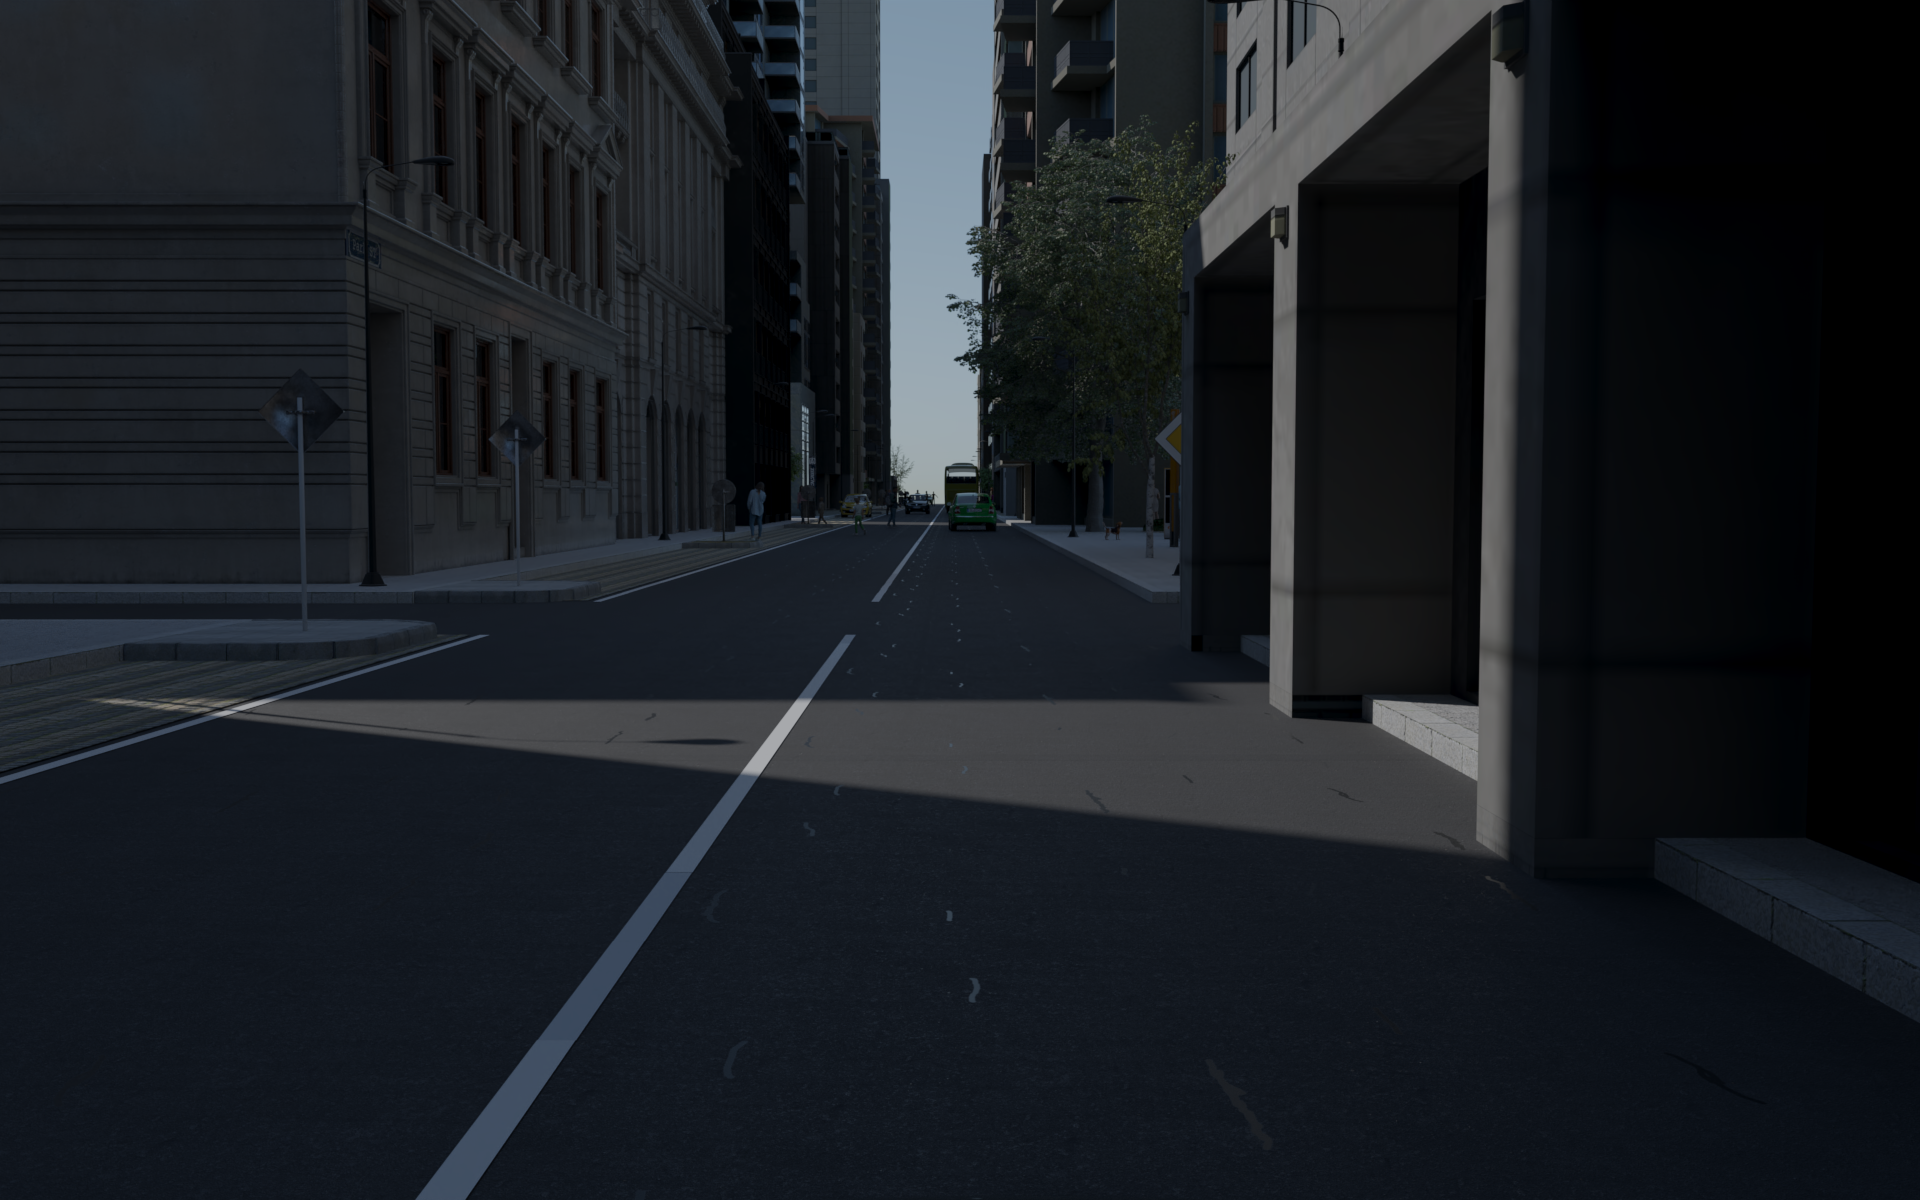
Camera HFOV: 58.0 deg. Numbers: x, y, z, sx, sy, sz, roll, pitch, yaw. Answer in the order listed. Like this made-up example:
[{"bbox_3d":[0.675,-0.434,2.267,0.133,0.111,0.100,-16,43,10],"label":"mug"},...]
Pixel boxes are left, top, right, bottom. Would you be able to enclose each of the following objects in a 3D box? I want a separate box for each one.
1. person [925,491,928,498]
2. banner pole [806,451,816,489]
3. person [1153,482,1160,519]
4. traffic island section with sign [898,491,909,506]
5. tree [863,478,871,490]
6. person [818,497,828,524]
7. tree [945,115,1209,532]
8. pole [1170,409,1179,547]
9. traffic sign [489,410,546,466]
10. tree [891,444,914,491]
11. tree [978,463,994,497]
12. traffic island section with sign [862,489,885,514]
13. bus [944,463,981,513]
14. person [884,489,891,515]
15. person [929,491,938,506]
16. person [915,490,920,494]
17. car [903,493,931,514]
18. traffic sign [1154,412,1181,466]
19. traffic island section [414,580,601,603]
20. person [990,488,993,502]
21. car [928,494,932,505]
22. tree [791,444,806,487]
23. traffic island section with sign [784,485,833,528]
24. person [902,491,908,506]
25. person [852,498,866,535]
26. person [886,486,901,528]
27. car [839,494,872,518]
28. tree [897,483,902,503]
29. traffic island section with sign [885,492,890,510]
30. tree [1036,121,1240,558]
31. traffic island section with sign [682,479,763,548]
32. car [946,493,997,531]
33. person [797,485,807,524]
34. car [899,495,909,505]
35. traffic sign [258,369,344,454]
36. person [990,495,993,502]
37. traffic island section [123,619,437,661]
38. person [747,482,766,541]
[{"bbox_3d":[-4.099,-12.338,210.243,0.705,1.823,1.348,1,4,21],"label":"person"},{"bbox_3d":[-8.608,-6.683,99.285,0.863,3.779,0.401,1,4,18],"label":"banner pole"},{"bbox_3d":[7.289,-3.596,65.177,0.599,1.781,0.374,-2,4,-32],"label":"person"},{"bbox_3d":[-7.077,-13.770,233.773,1.989,1.847,2.006,0,4,0],"label":"traffic island section with sign"},{"bbox_3d":[-9.899,-11.104,176.155,1.663,3.219,1.824,0,3,0],"label":"tree"},{"bbox_3d":[-6.079,-3.862,75.918,0.640,1.303,0.475,0,4,5],"label":"person"},{"bbox_3d":[4.491,-9.294,58.618,9.857,13.997,8.962,0,3,0],"label":"tree"},{"bbox_3d":[5.162,-2.925,41.664,0.158,3.312,0.155,0,3,0],"label":"pole"},{"bbox_3d":[-6.178,-1.343,24.146,0.795,2.593,0.064,0,4,0],"label":"traffic sign"},{"bbox_3d":[-9.005,-18.426,251.634,4.360,8.622,3.978,0,3,0],"label":"tree"},{"bbox_3d":[3.228,-12.166,182.626,4.285,4.588,4.351,0,3,0],"label":"tree"},{"bbox_3d":[-6.617,-7.057,124.015,1.989,1.847,2.006,0,4,0],"label":"traffic island section with sign"},{"bbox_3d":[0.185,-8.759,134.763,2.896,3.916,12.252,0,4,1],"label":"bus"},{"bbox_3d":[-4.766,-6.684,118.337,0.990,1.755,0.434,-3,5,-40],"label":"person"},{"bbox_3d":[-3.122,-11.818,202.247,1.217,1.766,0.721,-1,4,-15],"label":"person"},{"bbox_3d":[-3.672,-8.681,150.528,1.348,1.812,0.705,0,4,5],"label":"person"},{"bbox_3d":[-3.057,-7.061,125.226,2.009,1.686,4.222,0,4,1],"label":"car"},{"bbox_3d":[3.116,-1.344,24.164,0.795,2.593,0.064,0,4,0],"label":"traffic sign"},{"bbox_3d":[-6.202,-0.118,24.213,2.009,0.180,2.903,0,4,0],"label":"traffic island section"},{"bbox_3d":[2.763,-8.655,147.686,0.705,1.807,1.348,0,4,2],"label":"person"},{"bbox_3d":[-4.546,-13.689,232.615,1.959,1.807,4.718,0,4,1],"label":"car"},{"bbox_3d":[-9.649,-6.433,88.897,4.285,4.588,4.351,0,3,0],"label":"tree"},{"bbox_3d":[-6.405,-3.970,73.545,1.989,1.847,2.006,0,4,0],"label":"traffic island section with sign"},{"bbox_3d":[-6.325,-11.733,200.343,0.705,1.822,1.348,-3,4,-37],"label":"person"},{"bbox_3d":[-3.527,-2.923,60.535,0.590,1.304,0.306,3,5,45],"label":"person"},{"bbox_3d":[-2.841,-3.994,74.156,0.721,1.781,0.623,-1,4,-9],"label":"person"},{"bbox_3d":[-6.319,-5.836,105.645,2.015,1.641,3.980,0,4,1],"label":"car"},{"bbox_3d":[-9.180,-16.211,259.656,1.663,3.219,1.824,0,3,0],"label":"tree"},{"bbox_3d":[-6.730,-8.706,150.970,1.989,1.847,2.006,0,4,0],"label":"traffic island section with sign"},{"bbox_3d":[3.743,-5.161,34.750,4.737,8.622,4.395,0,3,0],"label":"tree"},{"bbox_3d":[-6.302,-2.300,46.231,1.989,1.847,2.006,0,4,0],"label":"traffic island section with sign"},{"bbox_3d":[0.462,-3.625,68.057,1.959,1.807,4.718,0,4,-2],"label":"car"},{"bbox_3d":[-7.005,-4.183,76.902,0.555,1.821,0.388,-3,5,-40],"label":"person"},{"bbox_3d":[-6.751,-12.400,215.317,1.945,1.354,3.894,0,4,-2],"label":"car"},{"bbox_3d":[-6.145,-0.854,16.161,0.795,2.593,0.064,0,4,0],"label":"traffic sign"},{"bbox_3d":[2.854,-8.397,146.556,0.991,1.433,0.599,0,4,-4],"label":"person"},{"bbox_3d":[-6.169,0.370,16.228,2.009,0.180,2.903,0,4,0],"label":"traffic island section"},{"bbox_3d":[-6.155,-2.665,52.341,0.793,1.790,0.793,2,4,26],"label":"person"}]
